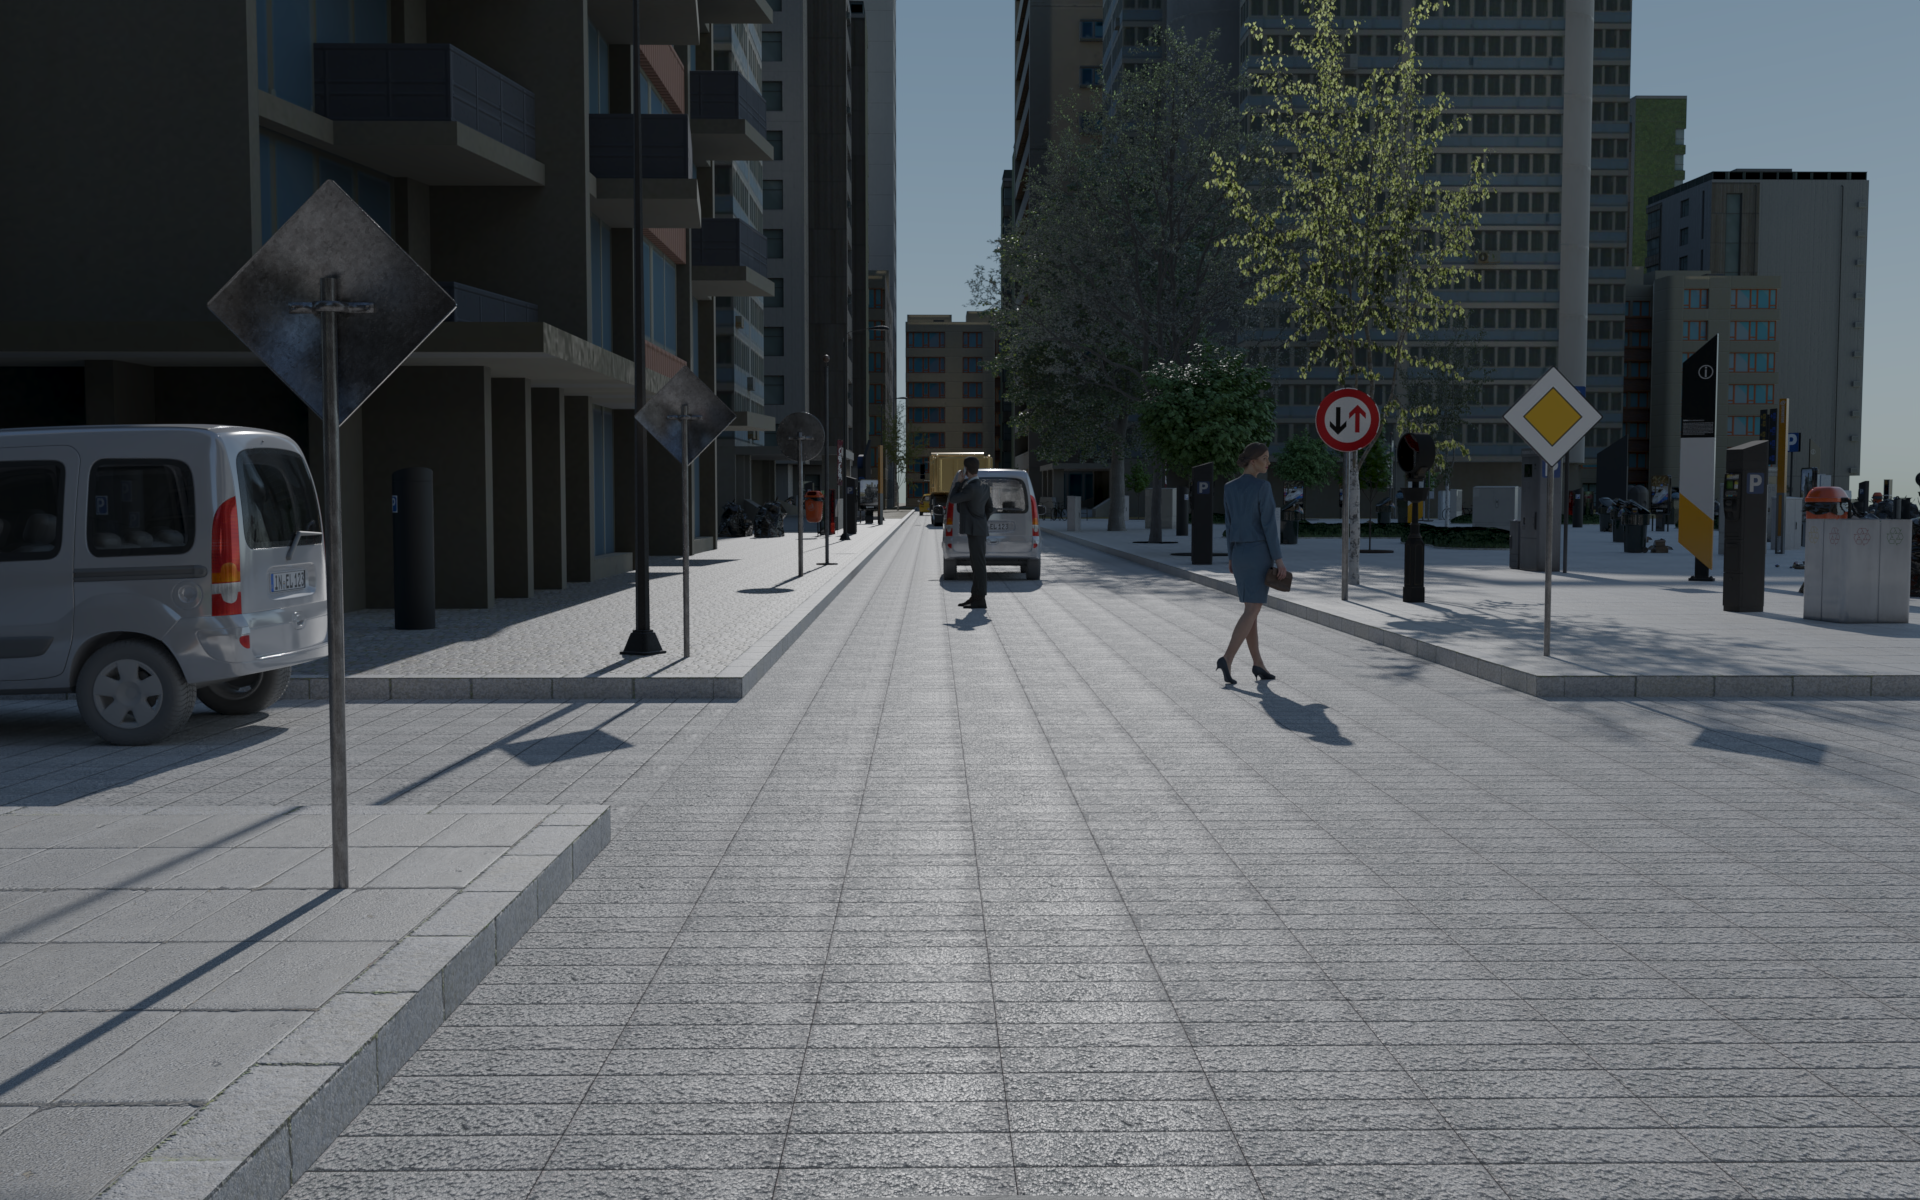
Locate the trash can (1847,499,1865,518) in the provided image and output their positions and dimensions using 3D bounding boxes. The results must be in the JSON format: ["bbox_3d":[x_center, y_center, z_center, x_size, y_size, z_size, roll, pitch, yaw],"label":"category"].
[{"bbox_3d":[27.152,-2.513,52.747,0.748,1.137,0.748,0,3,0],"label":"trash can"}]

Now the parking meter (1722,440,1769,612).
[{"bbox_3d":[8.544,-0.804,18.860,0.399,1.863,0.255,-1,4,-17],"label":"parking meter"}]

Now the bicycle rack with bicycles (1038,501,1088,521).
[{"bbox_3d":[5.026,-4.320,84.018,2.852,0.926,2.925,0,4,-6],"label":"bicycle rack with bicycles"}]

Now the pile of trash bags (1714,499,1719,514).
[{"bbox_3d":[35.621,-4.417,81.968,3.447,1.369,1.912,-3,5,-43],"label":"pile of trash bags"}]

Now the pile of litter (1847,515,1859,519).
[{"bbox_3d":[17.733,-1.233,34.123,1.719,0.858,1.176,1,4,18],"label":"pile of litter"}]

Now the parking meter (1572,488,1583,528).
[{"bbox_3d":[23.652,-3.540,66.297,0.372,1.533,0.369,0,3,0],"label":"parking meter"}]

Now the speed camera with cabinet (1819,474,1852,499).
[{"bbox_3d":[39.877,-5.194,79.259,0.660,3.252,2.038,-1,4,-12],"label":"speed camera with cabinet"}]

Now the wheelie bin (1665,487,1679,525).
[{"bbox_3d":[30.065,-3.985,73.066,0.693,1.594,0.980,-2,4,-27],"label":"wheelie bin"}]

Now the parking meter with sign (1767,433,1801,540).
[{"bbox_3d":[22.866,-3.226,49.012,1.738,3.016,0.543,-1,4,-19],"label":"parking meter with sign"}]

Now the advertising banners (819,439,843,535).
[{"bbox_3d":[-4.072,-3.588,54.844,0.090,3.025,2.074,1,4,18],"label":"advertising banners"}]

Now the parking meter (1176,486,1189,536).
[{"bbox_3d":[6.827,-2.738,53.175,0.372,1.533,0.369,0,3,0],"label":"parking meter"}]

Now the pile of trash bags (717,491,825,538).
[{"bbox_3d":[-5.616,-2.563,51.651,3.447,1.369,1.912,1,4,20],"label":"pile of trash bags"}]

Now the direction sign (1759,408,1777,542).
[{"bbox_3d":[21.525,-3.315,46.200,0.379,3.537,0.876,0,4,-1],"label":"direction sign"}]

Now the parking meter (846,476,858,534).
[{"bbox_3d":[-3.481,-3.042,55.443,0.399,1.863,0.255,1,4,12],"label":"parking meter"}]

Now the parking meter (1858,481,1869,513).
[{"bbox_3d":[39.482,-4.281,75.701,0.255,1.863,0.399,-1,4,-18],"label":"parking meter"}]

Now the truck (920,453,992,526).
[{"bbox_3d":[-0.064,-5.165,80.365,3.469,3.379,9.791,0,4,-2],"label":"truck"}]

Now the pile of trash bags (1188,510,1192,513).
[{"bbox_3d":[11.695,-4.756,87.511,1.912,1.369,3.447,1,4,20],"label":"pile of trash bags"}]

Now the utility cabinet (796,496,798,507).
[{"bbox_3d":[-7.777,-4.682,87.709,1.020,1.237,0.306,1,4,20],"label":"utility cabinet"}]

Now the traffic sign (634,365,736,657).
[{"bbox_3d":[-2.147,-0.607,13.567,0.795,2.450,0.064,0,4,-1],"label":"traffic sign"}]

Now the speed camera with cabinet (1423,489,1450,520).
[{"bbox_3d":[23.787,-5.604,85.959,2.038,3.252,0.660,0,4,-4],"label":"speed camera with cabinet"}]

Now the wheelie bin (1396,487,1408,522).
[{"bbox_3d":[19.794,-4.234,77.141,0.693,1.594,0.980,2,4,29],"label":"wheelie bin"}]

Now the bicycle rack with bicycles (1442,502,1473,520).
[{"bbox_3d":[24.888,-4.237,82.652,2.852,0.926,2.925,-2,4,-32],"label":"bicycle rack with bicycles"}]

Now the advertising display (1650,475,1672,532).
[{"bbox_3d":[24.023,-3.313,59.373,0.123,1.923,0.974,-1,4,-13],"label":"advertising display"}]

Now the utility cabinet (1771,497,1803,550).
[{"bbox_3d":[19.136,-1.769,40.084,1.020,1.237,0.306,-3,5,-42],"label":"utility cabinet"}]

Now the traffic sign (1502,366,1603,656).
[{"bbox_3d":[4.646,-0.613,13.660,0.795,2.450,0.064,0,4,-1],"label":"traffic sign"}]

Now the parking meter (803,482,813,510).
[{"bbox_3d":[-7.136,-4.628,81.384,0.399,1.863,0.255,-2,4,-27],"label":"parking meter"}]

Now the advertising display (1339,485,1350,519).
[{"bbox_3d":[19.887,-5.111,88.778,0.974,1.923,0.123,3,5,41],"label":"advertising display"}]

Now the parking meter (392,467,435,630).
[{"bbox_3d":[-5.194,-0.493,16.465,0.372,1.533,0.369,0,3,0],"label":"parking meter"}]

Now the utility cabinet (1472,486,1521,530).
[{"bbox_3d":[14.916,-2.423,48.294,1.173,1.500,0.318,2,4,35],"label":"utility cabinet"}]

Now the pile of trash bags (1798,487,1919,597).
[{"bbox_3d":[11.631,-0.750,22.021,3.447,1.369,1.912,-3,5,-41],"label":"pile of trash bags"}]

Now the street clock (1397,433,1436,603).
[{"bbox_3d":[5.381,-0.973,20.480,0.358,2.002,0.471,-1,4,-19],"label":"street clock"}]

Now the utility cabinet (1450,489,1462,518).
[{"bbox_3d":[22.404,-4.251,78.189,0.318,1.500,1.173,2,4,27],"label":"utility cabinet"}]

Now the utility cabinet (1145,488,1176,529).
[{"bbox_3d":[7.296,-3.322,62.989,1.173,1.500,0.318,3,5,39],"label":"utility cabinet"}]

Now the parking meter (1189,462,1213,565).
[{"bbox_3d":[4.378,-1.573,31.435,0.399,1.863,0.255,0,4,-2],"label":"parking meter"}]

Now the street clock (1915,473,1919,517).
[{"bbox_3d":[31.352,-3.168,56.361,0.471,2.002,0.358,0,4,1],"label":"street clock"}]

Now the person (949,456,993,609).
[{"bbox_3d":[0.132,-0.850,21.758,0.474,1.900,0.648,1,4,14],"label":"person"}]

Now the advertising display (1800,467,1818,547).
[{"bbox_3d":[20.616,-2.256,42.099,0.123,1.923,0.974,1,4,11],"label":"advertising display"}]

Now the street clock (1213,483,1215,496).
[{"bbox_3d":[11.524,-4.581,79.476,0.358,2.002,0.471,1,4,20],"label":"street clock"}]

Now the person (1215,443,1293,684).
[{"bbox_3d":[2.183,-0.286,13.208,0.654,1.822,0.581,-1,4,-22],"label":"person"}]

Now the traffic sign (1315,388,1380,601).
[{"bbox_3d":[4.642,-1.267,20.824,0.768,2.556,0.104,0,4,4],"label":"traffic sign"}]

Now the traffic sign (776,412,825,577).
[{"bbox_3d":[-2.481,-1.638,26.892,0.768,2.556,0.104,0,4,7],"label":"traffic sign"}]

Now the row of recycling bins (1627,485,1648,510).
[{"bbox_3d":[32.382,-4.695,83.870,1.069,1.692,3.534,0,4,4],"label":"row of recycling bins"}]

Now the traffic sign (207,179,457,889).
[{"bbox_3d":[-2.015,-0.119,5.583,0.795,2.450,0.064,0,4,-1],"label":"traffic sign"}]

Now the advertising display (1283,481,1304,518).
[{"bbox_3d":[15.936,-4.746,82.817,0.974,1.923,0.123,0,4,0],"label":"advertising display"}]

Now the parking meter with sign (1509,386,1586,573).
[{"bbox_3d":[9.702,-1.993,28.841,0.543,3.016,1.738,-1,4,-8],"label":"parking meter with sign"}]

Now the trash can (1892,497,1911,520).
[{"bbox_3d":[39.424,-3.721,72.493,0.748,1.137,0.748,0,3,0],"label":"trash can"}]

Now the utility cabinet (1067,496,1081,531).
[{"bbox_3d":[3.964,-2.990,60.043,0.306,1.237,1.020,1,4,15],"label":"utility cabinet"}]

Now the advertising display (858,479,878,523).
[{"bbox_3d":[-3.966,-4.309,75.663,0.974,1.923,0.123,-2,4,-28],"label":"advertising display"}]

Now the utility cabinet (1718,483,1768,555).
[{"bbox_3d":[16.422,-1.689,36.288,1.173,1.500,0.318,-2,4,-30],"label":"utility cabinet"}]

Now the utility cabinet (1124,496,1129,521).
[{"bbox_3d":[7.789,-4.407,83.212,0.306,1.237,1.020,2,4,30],"label":"utility cabinet"}]

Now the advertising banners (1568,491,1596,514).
[{"bbox_3d":[27.271,-4.955,77.203,2.074,3.025,0.090,1,4,9],"label":"advertising banners"}]
